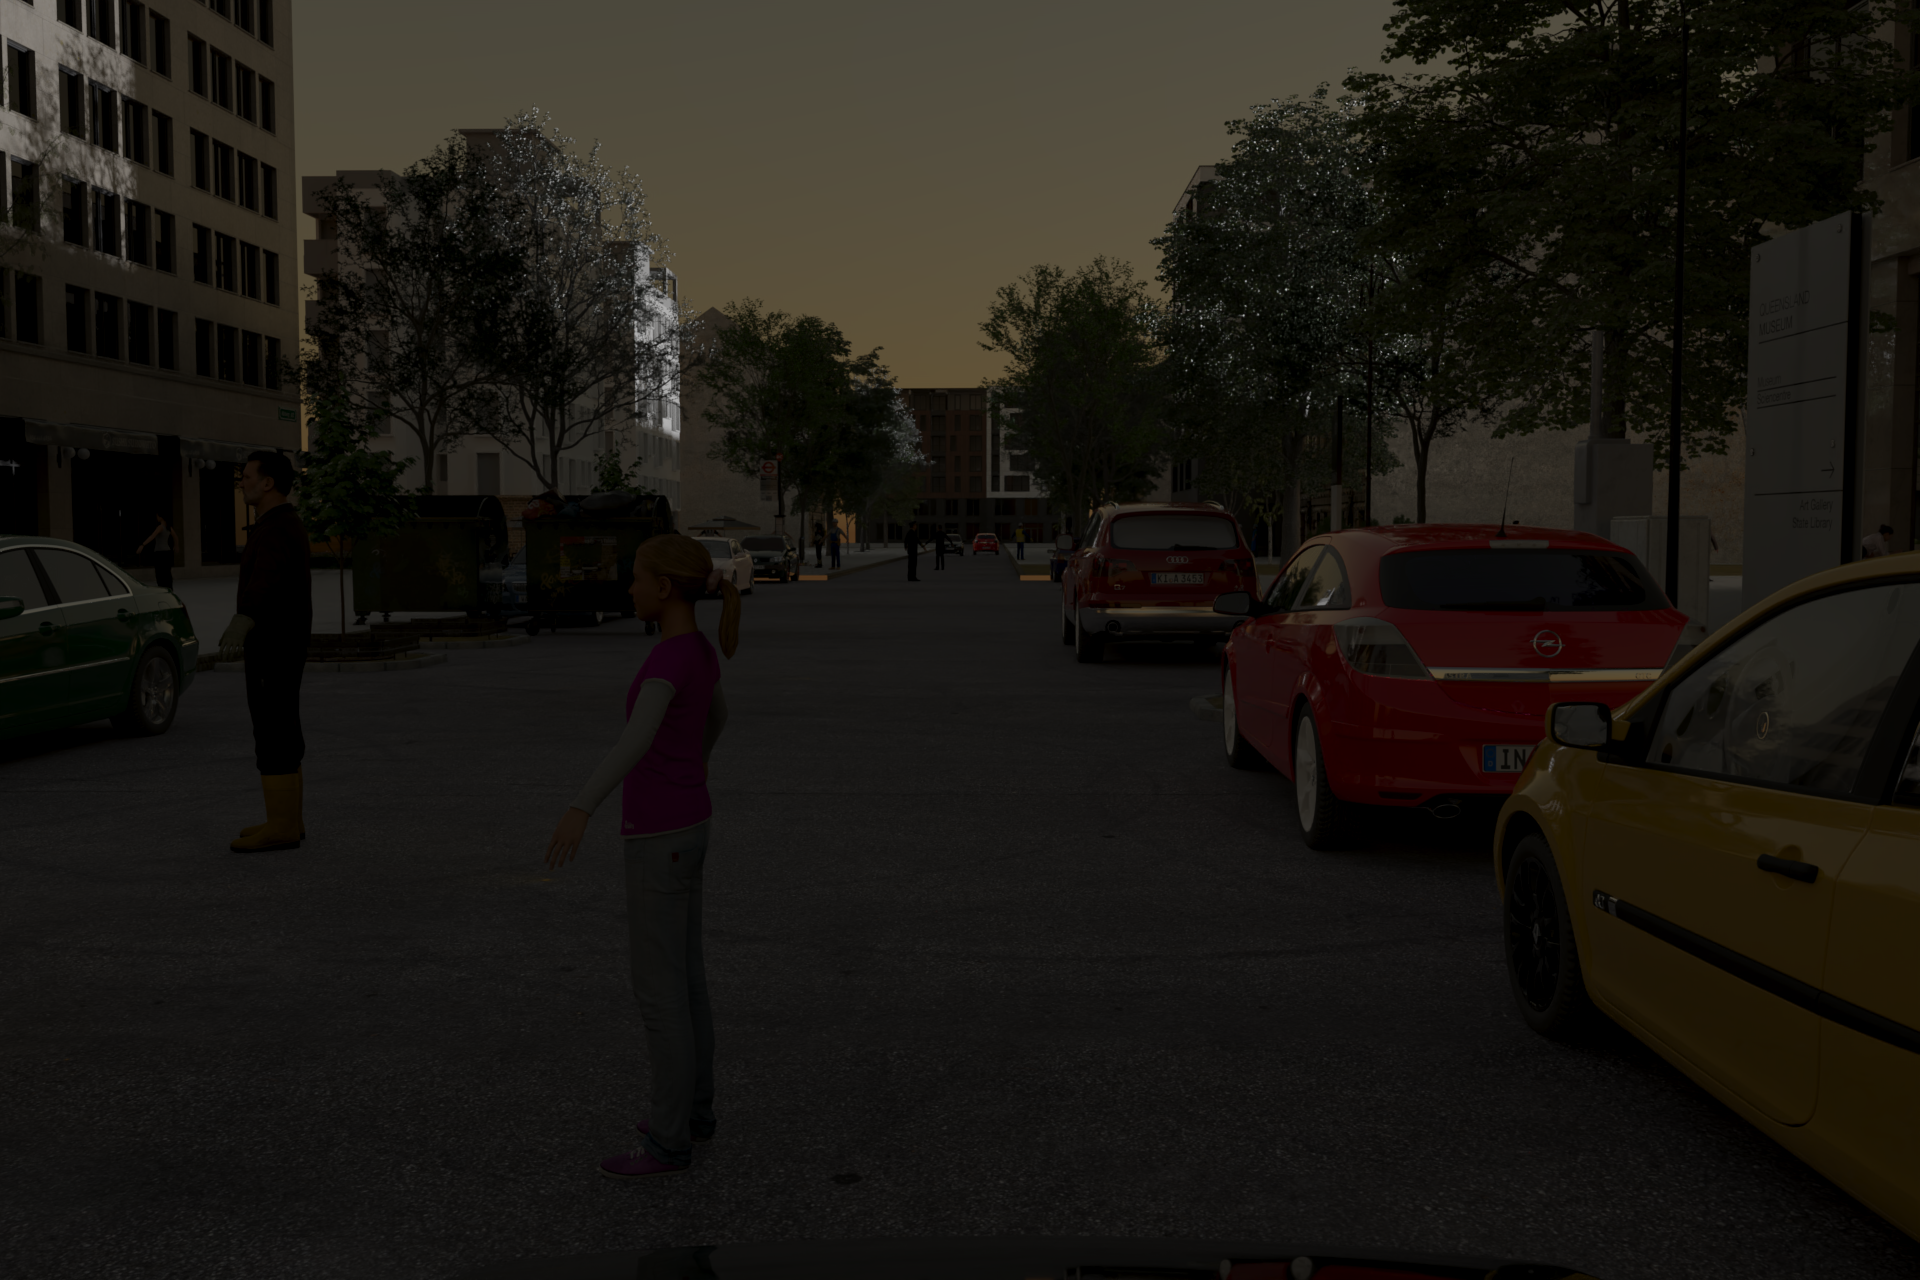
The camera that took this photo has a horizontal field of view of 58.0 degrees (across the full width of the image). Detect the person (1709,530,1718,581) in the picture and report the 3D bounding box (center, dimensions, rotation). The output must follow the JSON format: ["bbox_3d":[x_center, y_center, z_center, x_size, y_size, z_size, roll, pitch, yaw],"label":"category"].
[{"bbox_3d":[20.098,-2.459,46.804,0.990,1.755,0.434,-1,4,-12],"label":"person"}]

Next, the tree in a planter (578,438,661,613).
[{"bbox_3d":[-6.469,-2.155,32.451,1.991,3.239,1.994,0,4,1],"label":"tree in a planter"}]

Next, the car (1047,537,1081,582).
[{"bbox_3d":[3.641,-2.448,52.600,1.945,1.354,3.894,0,4,1],"label":"car"}]

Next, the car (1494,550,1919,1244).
[{"bbox_3d":[2.473,0.394,3.776,2.015,1.641,3.980,0,3,0],"label":"car"}]

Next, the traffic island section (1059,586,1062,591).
[{"bbox_3d":[3.523,-1.303,44.177,1.991,0.108,1.994,0,4,1],"label":"traffic island section"}]

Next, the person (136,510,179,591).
[{"bbox_3d":[-15.186,-1.593,32.849,0.721,1.737,1.217,1,4,9],"label":"person"}]

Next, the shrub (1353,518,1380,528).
[{"bbox_3d":[16.893,-4.080,71.133,1.690,2.028,1.600,0,3,0],"label":"shrub"}]

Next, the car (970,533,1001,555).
[{"bbox_3d":[1.786,-6.756,119.501,2.155,1.783,4.494,0,4,0],"label":"car"}]

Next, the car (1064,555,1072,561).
[{"bbox_3d":[3.084,-1.469,34.247,2.015,1.641,3.980,0,4,1],"label":"car"}]

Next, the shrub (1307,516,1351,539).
[{"bbox_3d":[13.812,-3.696,64.466,1.661,2.075,1.752,0,3,0],"label":"shrub"}]

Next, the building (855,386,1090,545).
[{"bbox_3d":[2.171,-24.724,250.664,32.646,21.610,27.936,0,4,3],"label":"building"}]

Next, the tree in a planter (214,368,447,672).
[{"bbox_3d":[-6.751,-1.324,18.862,1.991,3.239,1.994,0,4,1],"label":"tree in a planter"}]

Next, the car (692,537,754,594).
[{"bbox_3d":[-5.880,-1.682,39.861,2.083,1.381,4.827,0,4,1],"label":"car"}]

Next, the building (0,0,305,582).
[{"bbox_3d":[-31.621,-14.582,40.583,24.374,26.755,37.873,0,4,2],"label":"building"}]

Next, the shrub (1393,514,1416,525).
[{"bbox_3d":[16.404,-3.688,64.345,1.661,2.075,1.752,0,3,0],"label":"shrub"}]

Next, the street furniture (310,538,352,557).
[{"bbox_3d":[-24.636,-3.932,71.149,11.010,1.723,9.812,2,4,25],"label":"street furniture"}]

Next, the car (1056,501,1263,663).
[{"bbox_3d":[2.317,-0.742,20.802,2.281,1.827,5.304,0,4,1],"label":"car"}]

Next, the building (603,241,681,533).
[{"bbox_3d":[-25.669,-15.702,113.148,16.016,20.090,11.380,0,4,2],"label":"building"}]

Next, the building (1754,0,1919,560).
[{"bbox_3d":[28.498,-15.562,20.664,22.709,31.103,35.509,0,4,1],"label":"building"}]

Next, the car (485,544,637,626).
[{"bbox_3d":[-6.442,-1.006,28.458,2.014,1.417,4.499,0,4,1],"label":"car"}]

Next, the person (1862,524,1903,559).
[{"bbox_3d":[14.175,-1.085,26.974,0.799,1.438,0.628,-2,4,-35],"label":"person"}]

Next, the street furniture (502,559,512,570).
[{"bbox_3d":[-12.239,-2.522,56.853,5.734,0.657,10.072,2,4,25],"label":"street furniture"}]

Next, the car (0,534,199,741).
[{"bbox_3d":[-6.632,0.051,10.972,2.131,1.459,4.920,0,4,1],"label":"car"}]

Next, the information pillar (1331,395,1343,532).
[{"bbox_3d":[6.409,-2.332,29.486,0.183,3.616,0.504,0,4,1],"label":"information pillar"}]

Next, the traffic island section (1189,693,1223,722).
[{"bbox_3d":[2.863,0.554,13.813,1.991,0.108,1.994,0,4,2],"label":"traffic island section"}]

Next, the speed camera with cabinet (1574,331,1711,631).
[{"bbox_3d":[6.384,-1.342,16.276,0.660,3.252,2.038,0,4,1],"label":"speed camera with cabinet"}]

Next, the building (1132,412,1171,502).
[{"bbox_3d":[27.985,-21.410,180.978,19.493,23.208,18.063,0,4,2],"label":"building"}]

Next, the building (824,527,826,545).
[{"bbox_3d":[-20.391,-16.190,206.861,9.099,9.664,28.070,0,4,2],"label":"building"}]

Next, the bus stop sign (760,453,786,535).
[{"bbox_3d":[-6.171,-4.190,57.210,0.855,3.939,0.416,0,4,3],"label":"bus stop sign"}]

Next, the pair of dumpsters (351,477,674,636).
[{"bbox_3d":[-6.397,-1.215,24.818,4.436,2.255,1.574,0,4,2],"label":"pair of dumpsters"}]

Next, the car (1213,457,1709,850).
[{"bbox_3d":[2.495,-0.016,9.309,2.155,1.783,4.494,0,4,2],"label":"car"}]

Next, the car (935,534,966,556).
[{"bbox_3d":[-0.612,-6.323,113.170,2.009,1.686,4.222,0,4,1],"label":"car"}]

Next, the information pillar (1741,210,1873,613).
[{"bbox_3d":[6.542,-1.355,13.466,0.184,3.620,1.656,0,4,1],"label":"information pillar"}]

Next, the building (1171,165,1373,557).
[{"bbox_3d":[27.438,-16.417,112.400,27.936,21.610,32.646,0,4,1],"label":"building"}]

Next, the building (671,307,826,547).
[{"bbox_3d":[-23.821,-21.158,176.855,19.493,23.208,18.063,0,4,0],"label":"building"}]

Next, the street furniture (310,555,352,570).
[{"bbox_3d":[-23.756,-2.923,63.420,10.072,0.657,5.734,0,4,3],"label":"street furniture"}]

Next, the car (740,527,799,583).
[{"bbox_3d":[-5.825,-2.563,51.697,2.009,1.686,4.222,0,4,1],"label":"car"}]

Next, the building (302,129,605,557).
[{"bbox_3d":[-24.827,-13.818,82.349,16.016,20.090,11.380,0,4,2],"label":"building"}]

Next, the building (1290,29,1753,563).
[{"bbox_3d":[27.347,-15.502,84.383,19.493,23.208,18.063,0,4,1],"label":"building"}]

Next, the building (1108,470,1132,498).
[{"bbox_3d":[26.791,-22.556,199.726,19.493,23.208,18.063,0,4,2],"label":"building"}]

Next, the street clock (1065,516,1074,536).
[{"bbox_3d":[4.420,-4.009,70.117,0.358,2.002,0.471,0,4,1],"label":"street clock"}]
